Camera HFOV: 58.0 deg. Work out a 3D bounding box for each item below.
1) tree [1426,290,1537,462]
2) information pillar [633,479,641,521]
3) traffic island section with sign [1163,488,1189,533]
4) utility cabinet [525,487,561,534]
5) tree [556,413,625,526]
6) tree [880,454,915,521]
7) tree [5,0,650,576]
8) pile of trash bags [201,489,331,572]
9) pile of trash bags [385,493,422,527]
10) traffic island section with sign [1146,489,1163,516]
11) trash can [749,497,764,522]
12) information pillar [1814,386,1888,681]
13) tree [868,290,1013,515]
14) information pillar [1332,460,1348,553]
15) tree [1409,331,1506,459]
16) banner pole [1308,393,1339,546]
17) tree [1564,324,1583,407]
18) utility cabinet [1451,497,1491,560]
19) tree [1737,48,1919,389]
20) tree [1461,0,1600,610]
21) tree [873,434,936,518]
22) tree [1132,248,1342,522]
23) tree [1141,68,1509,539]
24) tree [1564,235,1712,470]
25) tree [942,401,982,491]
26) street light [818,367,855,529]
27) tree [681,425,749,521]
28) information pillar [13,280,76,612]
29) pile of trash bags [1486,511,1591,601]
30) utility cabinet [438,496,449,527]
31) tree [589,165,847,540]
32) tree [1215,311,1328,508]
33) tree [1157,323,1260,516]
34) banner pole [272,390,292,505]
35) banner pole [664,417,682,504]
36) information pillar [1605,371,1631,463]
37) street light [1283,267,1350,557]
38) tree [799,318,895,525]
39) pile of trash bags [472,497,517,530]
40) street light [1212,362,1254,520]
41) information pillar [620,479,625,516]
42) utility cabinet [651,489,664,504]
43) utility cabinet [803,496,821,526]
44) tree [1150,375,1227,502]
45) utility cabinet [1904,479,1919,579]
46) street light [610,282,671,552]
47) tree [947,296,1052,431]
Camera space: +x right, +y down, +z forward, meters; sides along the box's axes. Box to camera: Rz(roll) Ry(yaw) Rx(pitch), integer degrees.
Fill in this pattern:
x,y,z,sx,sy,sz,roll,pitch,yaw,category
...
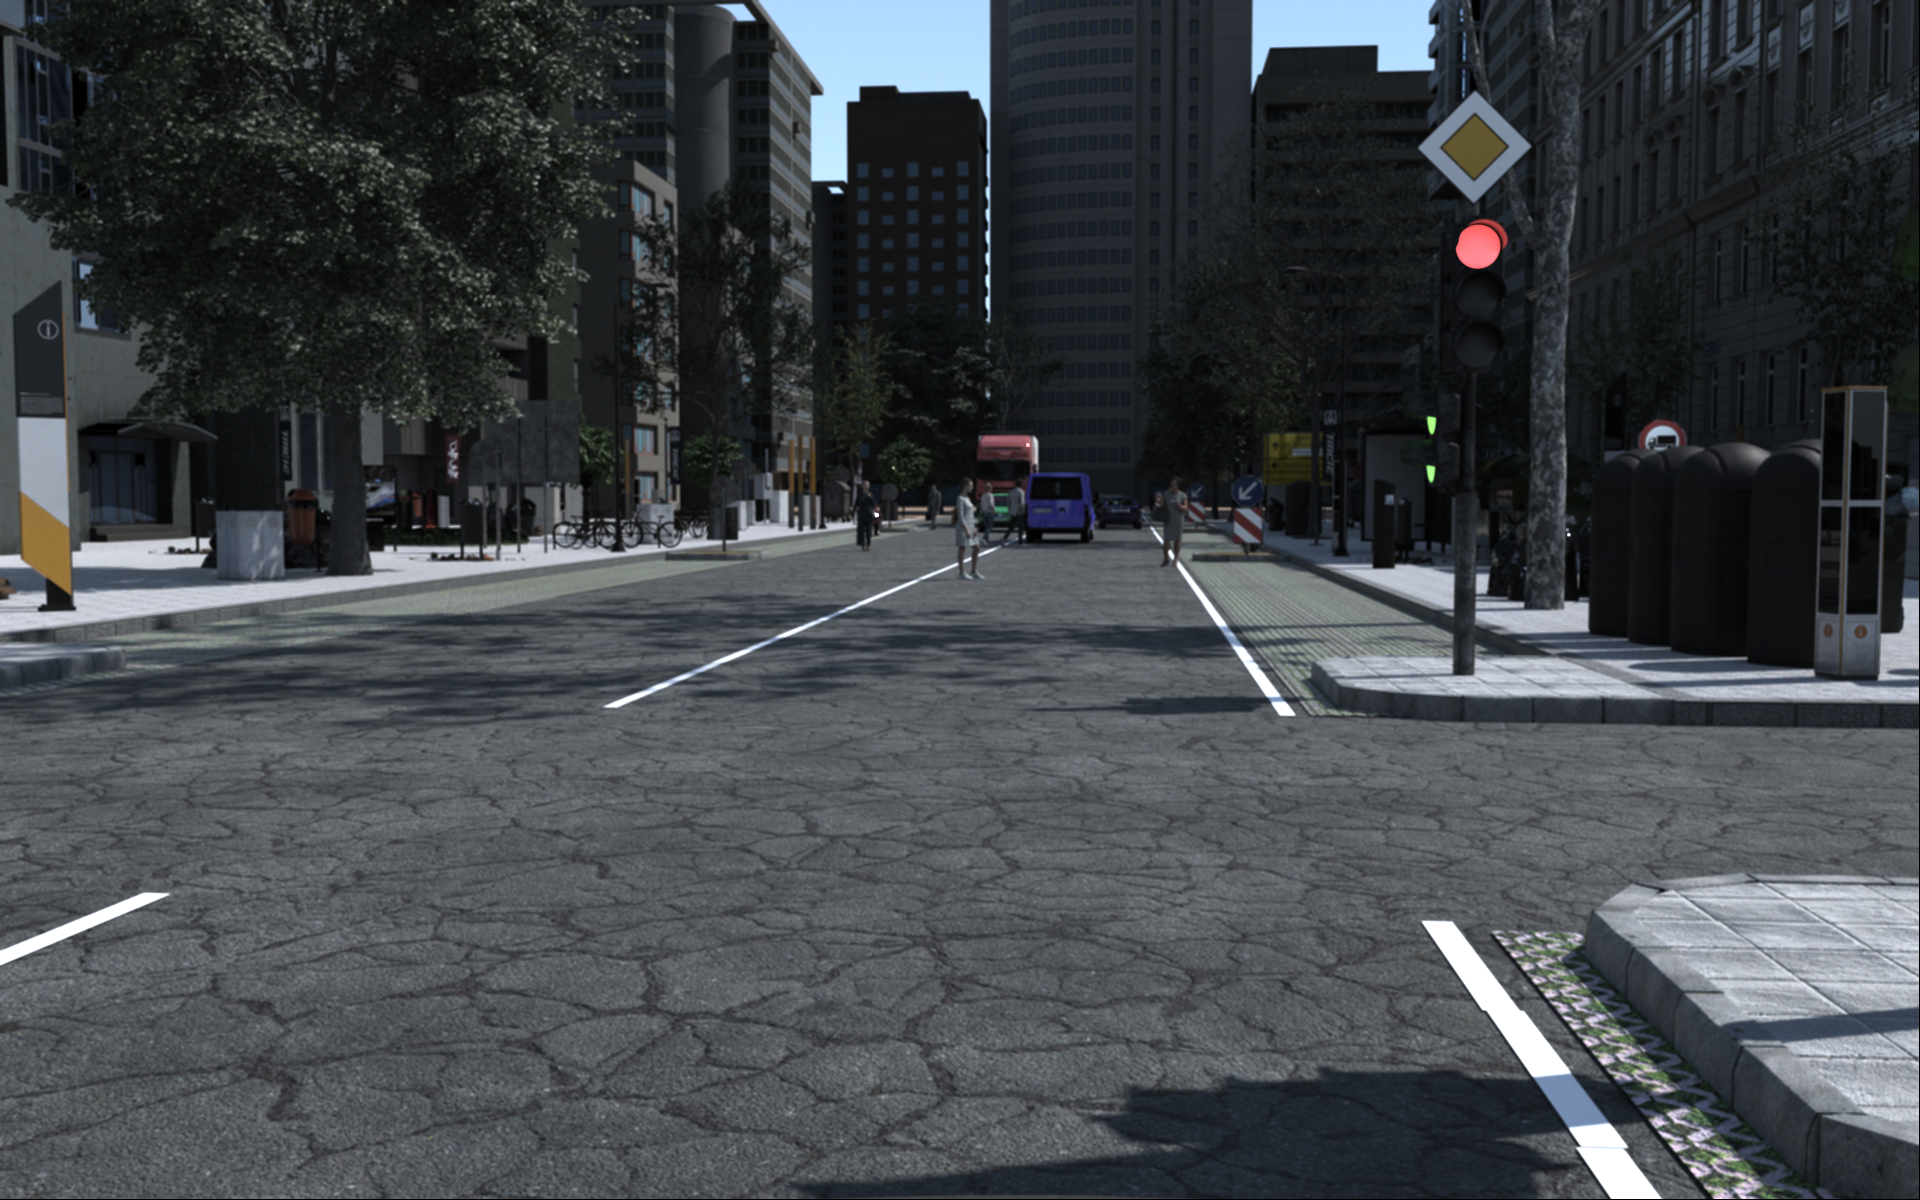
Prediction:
x,y,z,sx,sy,sz,roll,pitch,yaw,category
17.866,-6.637,58.878,4.360,8.622,3.978,0,3,0,tree
-15.395,-4.775,82.567,0.304,2.012,0.304,0,4,2,information pillar
8.615,-3.391,64.071,1.989,1.847,2.006,0,4,5,traffic island section with sign
-13.186,-2.819,54.762,1.173,1.500,0.318,2,4,27,utility cabinet
-15.276,-5.293,70.252,4.285,4.588,4.351,0,3,0,tree
-3.192,-5.450,83.706,1.663,3.219,1.824,0,3,0,tree
-9.681,-7.357,26.942,9.857,13.997,8.962,0,3,0,tree
-11.647,-1.214,29.602,1.912,1.369,3.447,-3,4,-37,pile of trash bags
-21.151,-3.268,63.183,3.447,1.369,1.912,-1,4,-17,pile of trash bags
13.410,-6.428,113.729,1.989,1.847,2.006,0,4,5,traffic island section with sign
-9.424,-4.214,80.548,0.748,1.137,0.748,0,3,0,trash can
6.159,-0.458,11.977,0.304,2.012,0.304,0,4,-7,information pillar
-1.395,-12.258,107.071,9.857,13.997,8.962,0,3,0,tree
8.288,-2.036,37.789,0.304,2.012,0.304,1,4,18,information pillar
21.406,-7.645,75.354,4.737,8.622,4.395,0,3,0,tree
9.063,-3.242,43.030,0.401,3.779,0.863,-3,5,-40,banner pole
20.809,-6.949,63.980,4.360,8.622,3.978,0,3,0,tree
10.078,-1.372,33.597,1.020,1.237,0.306,0,4,0,utility cabinet
15.389,-4.843,29.538,4.360,8.622,3.978,0,3,0,tree
7.449,-10.033,19.925,12.611,20.169,13.585,0,3,0,tree
-2.972,-6.735,93.825,4.285,4.588,4.351,0,3,0,tree
12.659,-9.918,79.163,9.611,12.733,9.660,0,3,0,tree
10.285,-8.503,49.401,12.009,13.543,11.850,0,3,0,tree
19.644,-6.094,49.995,4.737,8.622,4.395,0,3,0,tree
0.150,-10.564,123.090,4.737,8.622,4.395,0,3,0,tree
-4.521,-5.565,63.527,1.470,5.913,1.316,0,4,5,street light
-11.837,-6.074,83.017,4.285,4.588,4.351,0,3,0,tree
-9.984,-1.683,18.869,0.504,3.616,0.183,-3,5,-41,information pillar
8.255,-0.698,21.159,3.447,1.369,1.912,1,4,15,pile of trash bags
-16.617,-2.710,55.463,0.306,1.237,1.020,-2,4,-30,utility cabinet
-6.667,-6.979,48.511,7.601,10.594,8.767,-2,4,-26,tree
12.167,-7.215,68.328,4.737,8.622,4.395,0,3,0,tree
15.459,-11.293,102.774,7.486,12.596,7.792,0,3,0,tree
-15.931,-3.101,40.715,0.863,3.779,0.401,3,4,37,banner pole
-9.400,-4.066,56.503,0.863,3.779,0.401,2,4,31,banner pole
12.564,-2.560,33.219,0.183,3.616,0.504,-1,4,-19,information pillar
7.319,-3.855,35.574,1.470,5.913,1.316,0,4,5,street light
-4.507,-7.470,72.496,4.737,8.622,4.395,0,3,0,tree
-16.112,-3.179,61.724,3.447,1.369,1.912,3,4,37,pile of trash bags
9.690,-5.387,60.623,1.470,5.913,1.316,0,4,5,street light
-16.952,-5.050,87.066,0.304,2.012,0.304,2,4,35,information pillar
-13.779,-4.303,79.035,0.318,1.500,1.173,-2,4,-24,utility cabinet
-6.087,-3.618,70.322,0.306,1.237,1.020,2,4,35,utility cabinet
18.350,-12.776,134.649,9.928,11.665,9.643,0,3,0,tree
14.523,-1.062,26.037,0.318,1.500,1.173,1,4,10,utility cabinet
-7.038,-4.014,38.164,1.470,5.913,1.316,0,4,5,street light
4.780,-18.823,163.651,12.611,20.169,13.585,0,3,0,tree
